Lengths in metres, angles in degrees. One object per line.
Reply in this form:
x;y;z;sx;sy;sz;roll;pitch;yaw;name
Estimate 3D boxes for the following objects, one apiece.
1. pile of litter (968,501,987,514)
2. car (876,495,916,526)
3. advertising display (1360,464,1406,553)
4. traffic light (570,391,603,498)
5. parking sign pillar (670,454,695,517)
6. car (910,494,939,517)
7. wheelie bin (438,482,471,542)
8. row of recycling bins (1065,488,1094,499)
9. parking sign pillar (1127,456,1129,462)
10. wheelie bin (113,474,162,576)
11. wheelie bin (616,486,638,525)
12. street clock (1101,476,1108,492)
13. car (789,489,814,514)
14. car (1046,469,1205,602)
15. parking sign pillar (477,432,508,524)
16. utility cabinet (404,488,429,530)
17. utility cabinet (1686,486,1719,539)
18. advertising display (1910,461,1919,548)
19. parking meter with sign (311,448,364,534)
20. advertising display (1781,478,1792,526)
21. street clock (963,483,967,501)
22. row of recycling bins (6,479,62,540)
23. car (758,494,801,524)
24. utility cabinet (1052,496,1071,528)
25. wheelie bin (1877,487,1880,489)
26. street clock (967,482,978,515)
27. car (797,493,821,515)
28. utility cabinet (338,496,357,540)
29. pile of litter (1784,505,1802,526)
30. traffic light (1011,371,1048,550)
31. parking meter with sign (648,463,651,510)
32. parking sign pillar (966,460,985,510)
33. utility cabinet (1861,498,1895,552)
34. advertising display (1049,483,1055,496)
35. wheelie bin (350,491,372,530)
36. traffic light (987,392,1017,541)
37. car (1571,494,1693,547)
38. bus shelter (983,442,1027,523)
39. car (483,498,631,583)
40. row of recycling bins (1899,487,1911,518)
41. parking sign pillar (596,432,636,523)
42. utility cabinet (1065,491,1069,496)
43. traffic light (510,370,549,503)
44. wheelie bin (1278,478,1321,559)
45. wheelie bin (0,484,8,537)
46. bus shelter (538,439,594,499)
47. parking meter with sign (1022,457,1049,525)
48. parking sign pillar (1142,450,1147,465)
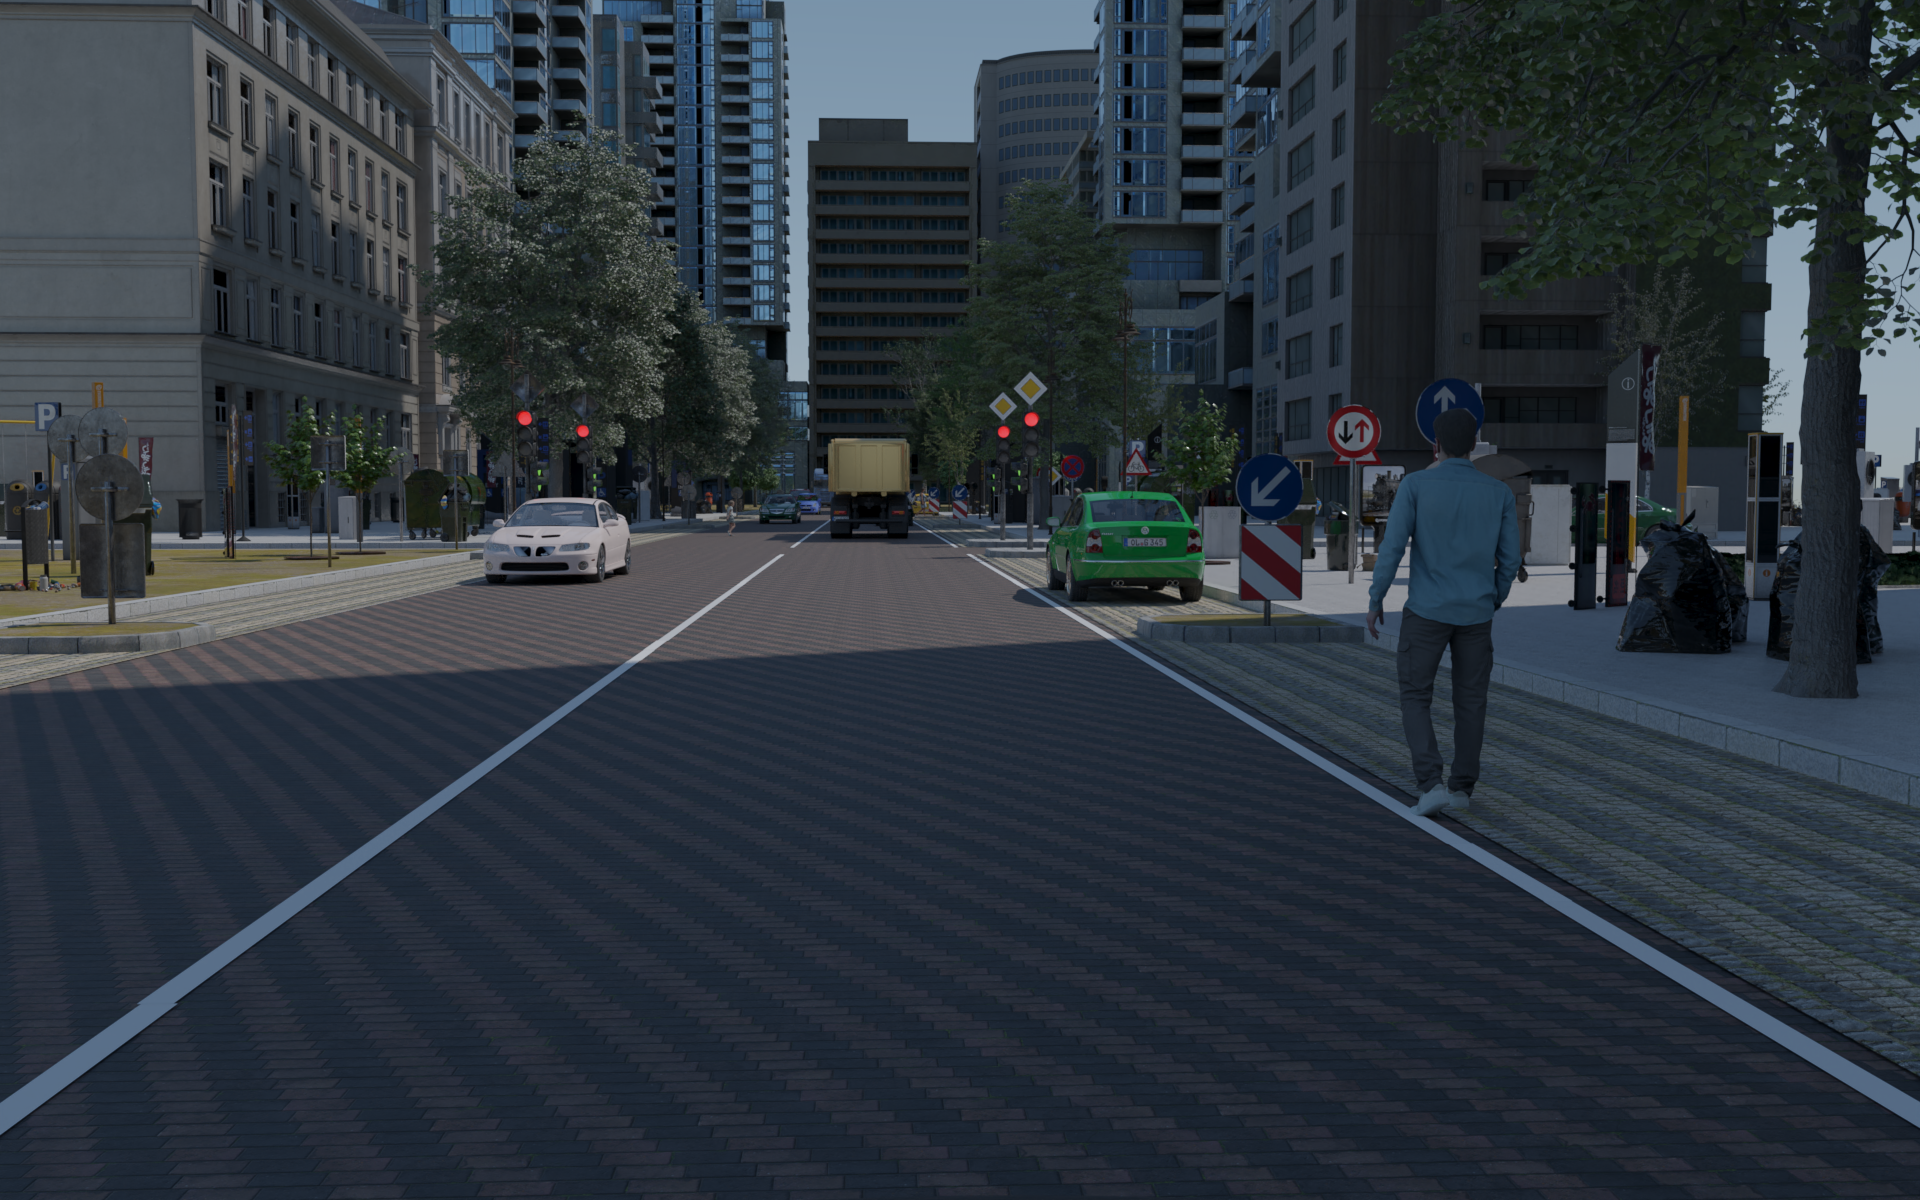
0.984;-5.969;111.550;1.719;0.858;1.176;0;4;-1;pile of litter
-3.016;-4.243;79.167;2.009;1.686;4.222;0;4;-3;car
9.215;-1.991;37.765;0.974;1.923;0.123;0;4;-1;advertising display
-10.181;-3.560;47.128;0.839;4.253;0.868;0;4;-3;traffic light
-15.765;-6.728;98.469;1.447;3.967;1.447;1;4;19;parking sign pillar
-2.262;-5.987;108.107;2.015;1.641;3.980;0;4;-5;car
-13.550;-2.360;46.497;0.693;1.594;0.980;0;4;8;wheelie bin
7.337;-6.681;116.350;3.534;1.692;1.069;1;4;21;row of recycling bins
11.400;-7.671;113.891;1.447;3.967;1.447;0;4;3;parking sign pillar
-13.116;-1.183;27.256;0.980;1.594;0.693;-2;4;-33;wheelie bin
-14.998;-4.332;78.734;0.980;1.594;0.693;-2;4;-31;wheelie bin
5.905;-4.054;70.855;0.358;2.002;0.471;0;4;-2;street clock
-11.830;-7.315;128.268;2.281;1.827;5.304;0;4;-5;car
2.249;-0.952;24.362;1.959;1.807;4.718;0;4;-3;car
-20.347;-5.308;75.256;1.447;3.967;1.447;2;4;25;parking sign pillar
-19.139;-3.202;61.029;0.318;1.500;1.173;1;4;11;utility cabinet
20.740;-2.436;48.504;1.173;1.500;0.318;-2;4;-31;utility cabinet
18.979;-1.735;33.588;0.974;1.923;0.123;1;4;8;advertising display
-20.321;-3.680;56.428;1.738;3.016;0.543;0;4;6;parking meter with sign
32.496;-3.888;68.779;0.974;1.923;0.123;3;5;42;advertising display
0.422;-6.443;109.920;0.471;2.002;0.358;-1;4;-12;street clock
-25.239;-2.542;48.668;3.534;1.692;1.069;1;4;15;row of recycling bins
-8.791;-4.465;84.803;2.131;1.459;4.920;0;4;-2;car
3.841;-3.380;66.419;1.020;1.237;0.306;0;4;5;utility cabinet
43.877;-4.576;82.731;0.693;1.594;0.980;3;5;44;wheelie bin
0.861;-6.326;108.002;0.471;2.002;0.358;-3;4;-36;street clock
-10.500;-6.710;119.297;1.945;1.707;3.694;0;4;-2;car
-17.255;-2.315;49.008;0.306;1.237;1.020;-3;5;-42;utility cabinet
33.676;-3.386;69.322;1.176;0.858;1.719;1;4;9;pile of litter
1.595;-3.111;39.782;0.839;4.253;0.868;0;4;-3;traffic light
-17.401;-6.158;96.937;0.543;3.016;1.738;0;4;5;parking meter with sign
1.104;-8.019;119.577;1.447;3.967;1.447;1;4;21;parking sign pillar
15.126;-1.090;28.982;0.306;1.237;1.020;-1;4;-11;utility cabinet
4.088;-4.538;79.404;0.123;1.923;0.974;-2;4;-26;advertising display
-21.545;-3.321;62.200;0.693;1.594;0.980;-3;5;-42;wheelie bin
1.163;-3.598;47.756;0.839;4.253;0.868;0;4;-3;traffic light
16.325;-2.016;44.752;4.920;1.459;2.131;0;4;-4;car
2.120;-5.349;78.740;1.731;3.624;6.357;0;4;-3;bus shelter
-6.761;-1.045;29.443;2.083;1.381;4.827;0;4;-2;car
50.201;-5.215;92.374;3.534;1.692;1.069;-2;4;-29;row of recycling bins
-14.956;-5.353;75.991;1.447;3.967;1.447;3;4;36;parking sign pillar
6.499;-6.386;113.085;1.173;1.500;0.318;1;4;11;utility cabinet
-9.749;-3.072;39.155;0.839;4.253;0.868;0;4;-3;traffic light
6.609;-1.609;34.209;0.980;1.594;0.693;0;4;-8;wheelie bin
-28.860;-2.705;52.141;0.980;1.594;0.693;0;4;-2;wheelie bin
-16.906;-5.136;75.258;1.731;3.624;6.357;0;4;-3;bus shelter
3.345;-4.643;72.180;0.543;3.016;1.738;-3;4;-36;parking meter with sign
10.589;-6.532;95.275;1.447;3.967;1.447;1;4;21;parking sign pillar
